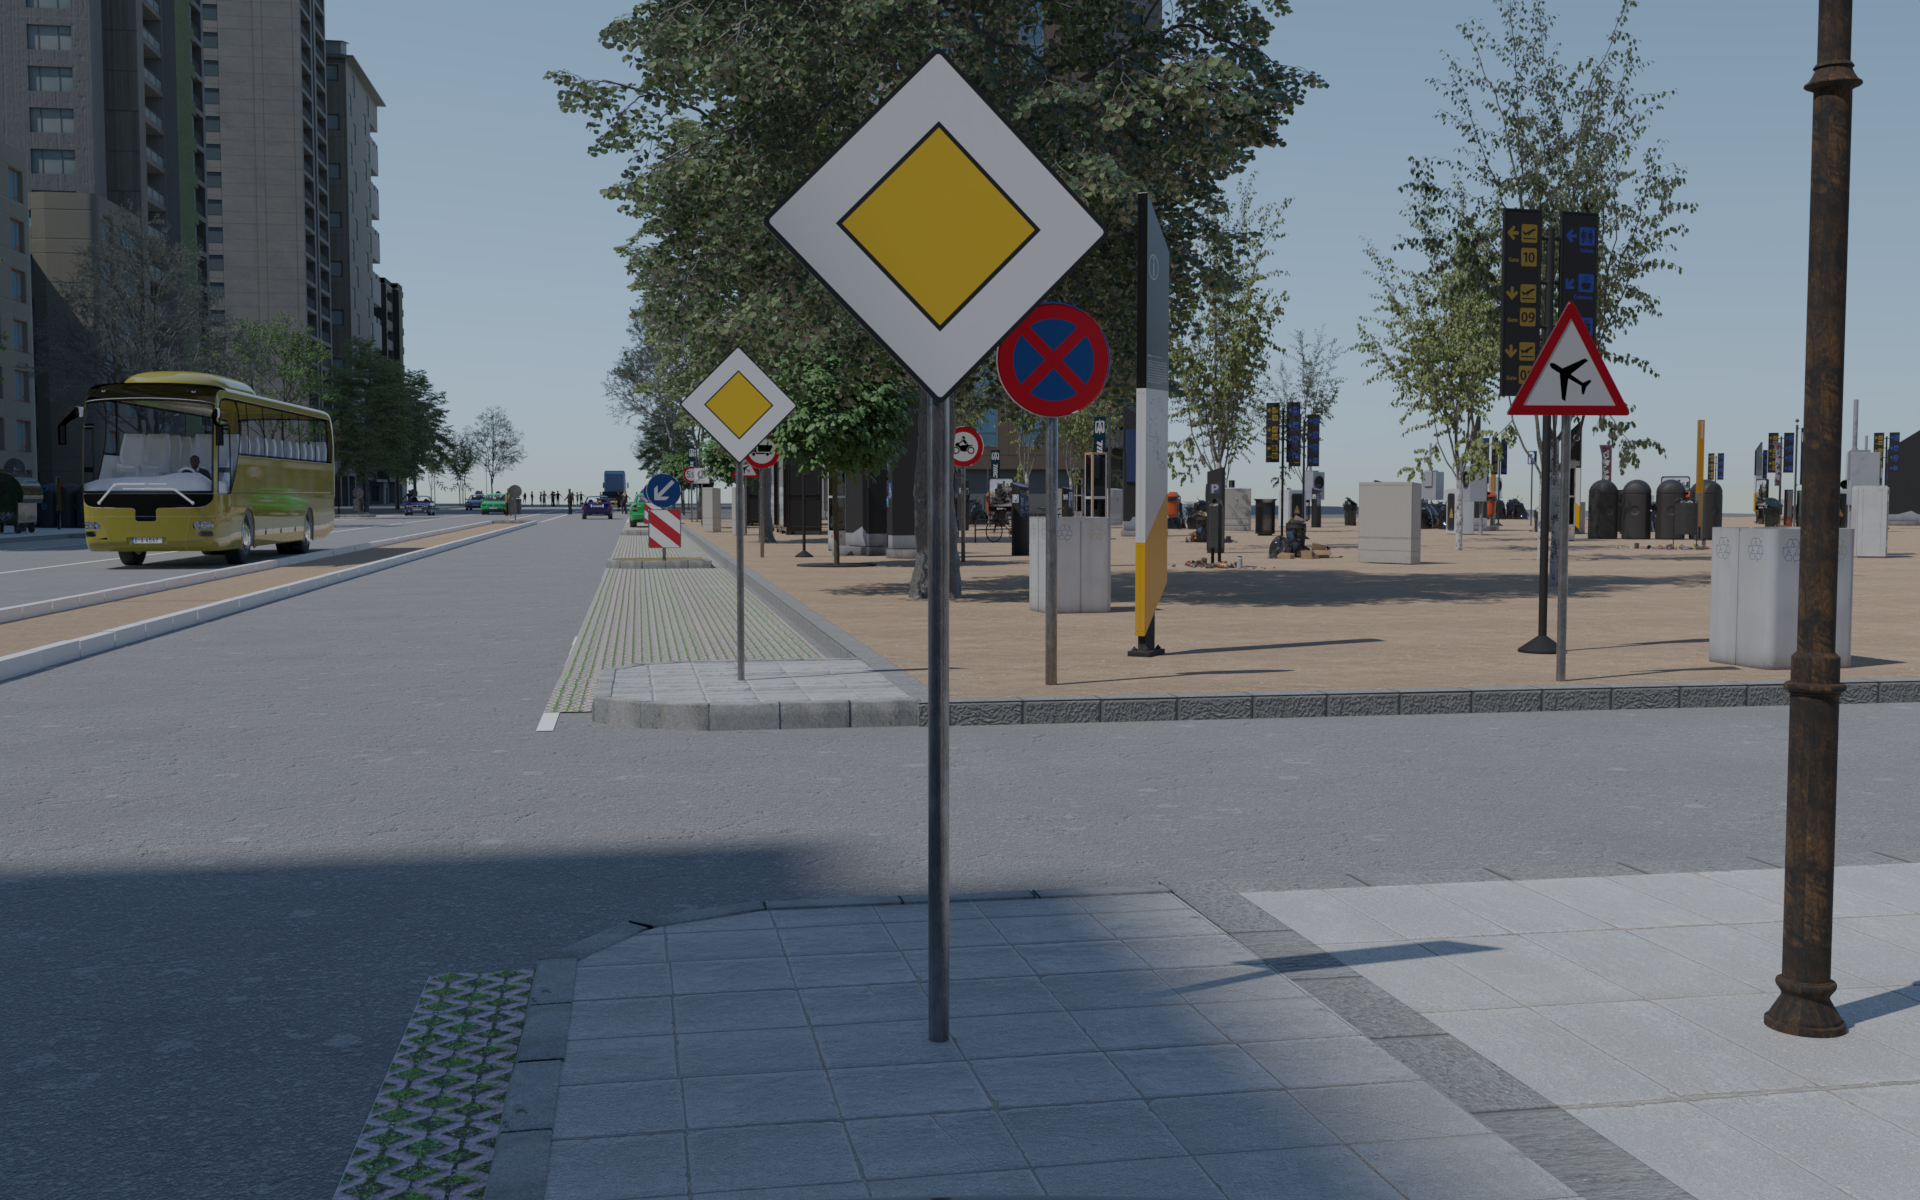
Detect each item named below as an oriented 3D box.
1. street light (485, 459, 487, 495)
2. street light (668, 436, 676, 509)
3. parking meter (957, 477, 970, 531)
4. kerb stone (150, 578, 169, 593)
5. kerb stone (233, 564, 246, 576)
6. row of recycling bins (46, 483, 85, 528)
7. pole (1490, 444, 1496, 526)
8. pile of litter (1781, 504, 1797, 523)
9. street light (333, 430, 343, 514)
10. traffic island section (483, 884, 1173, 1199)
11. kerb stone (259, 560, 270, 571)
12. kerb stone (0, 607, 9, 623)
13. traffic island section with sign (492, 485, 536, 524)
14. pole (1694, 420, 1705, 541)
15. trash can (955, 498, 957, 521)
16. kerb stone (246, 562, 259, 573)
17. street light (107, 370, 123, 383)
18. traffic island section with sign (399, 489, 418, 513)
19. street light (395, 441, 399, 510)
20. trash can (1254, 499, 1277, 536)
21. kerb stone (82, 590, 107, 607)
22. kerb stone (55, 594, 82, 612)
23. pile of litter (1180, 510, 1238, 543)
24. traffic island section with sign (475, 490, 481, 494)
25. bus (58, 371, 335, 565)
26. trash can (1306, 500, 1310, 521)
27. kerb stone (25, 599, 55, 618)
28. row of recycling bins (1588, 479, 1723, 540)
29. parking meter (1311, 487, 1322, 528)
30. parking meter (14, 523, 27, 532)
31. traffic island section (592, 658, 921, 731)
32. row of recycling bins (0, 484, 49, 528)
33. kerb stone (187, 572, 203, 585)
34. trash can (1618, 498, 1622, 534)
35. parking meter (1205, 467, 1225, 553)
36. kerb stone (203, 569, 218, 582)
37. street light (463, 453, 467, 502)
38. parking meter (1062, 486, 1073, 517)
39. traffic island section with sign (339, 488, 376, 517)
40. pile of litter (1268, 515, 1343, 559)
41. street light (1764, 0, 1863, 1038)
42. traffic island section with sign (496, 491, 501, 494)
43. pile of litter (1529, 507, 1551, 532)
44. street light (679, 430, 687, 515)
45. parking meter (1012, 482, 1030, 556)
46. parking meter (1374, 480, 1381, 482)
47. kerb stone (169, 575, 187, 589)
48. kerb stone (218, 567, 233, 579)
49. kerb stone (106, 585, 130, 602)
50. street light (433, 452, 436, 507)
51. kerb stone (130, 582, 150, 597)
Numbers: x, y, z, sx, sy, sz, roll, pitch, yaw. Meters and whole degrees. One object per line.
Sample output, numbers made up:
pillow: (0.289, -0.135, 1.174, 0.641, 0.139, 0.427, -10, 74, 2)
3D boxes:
street light: (-60.354, -15.165, 220.737, 0.468, 5.910, 1.993, -1, 4, -10)
street light: (-22.025, -9.825, 133.419, 0.468, 5.910, 1.993, -1, 4, -10)
parking meter: (0.120, -3.356, 60.575, 0.399, 1.863, 0.255, 2, 4, 35)
kerb stone: (-11.800, -0.185, 25.315, 0.120, 0.150, 1.000, -1, 4, -10)
kerb stone: (-12.735, -0.499, 30.354, 0.120, 0.150, 1.000, -1, 4, -10)
row of recycling bins: (-34.302, -3.783, 68.967, 1.069, 1.692, 3.534, 2, 4, 25)
pole: (21.629, -4.673, 70.250, 0.158, 3.312, 0.155, 0, 3, 0)
pile of litter: (37.535, -3.940, 78.391, 1.719, 0.858, 1.176, -3, 4, -36)
street light: (-40.288, -8.525, 112.177, 0.468, 5.910, 1.993, -1, 4, -10)
traffic island section: (-0.031, 1.113, 4.091, 2.009, 0.180, 2.903, -1, 4, -10)
kerb stone: (-13.105, -0.621, 32.370, 0.120, 0.150, 1.000, -1, 4, -10)
kerb stone: (-10.680, 0.178, 19.278, 0.120, 0.150, 1.000, -1, 4, -10)
traffic island section with sign: (-21.697, -4.657, 84.278, 2.006, 1.907, 1.989, -1, 4, -10)
pole: (20.335, -3.288, 47.608, 0.158, 3.312, 0.155, 0, 3, 0)
trash can: (-0.315, -3.440, 67.893, 0.748, 1.137, 0.748, 0, 3, 0)
kerb stone: (-12.920, -0.560, 31.359, 0.120, 0.150, 1.000, -1, 4, -10)
street light: (-31.333, -5.603, 64.399, 0.468, 5.910, 1.993, -1, 4, -10)
traffic island section with sign: (-42.134, -7.644, 133.609, 1.989, 1.847, 2.006, -1, 4, -10)
street light: (-45.407, -10.218, 139.859, 0.468, 5.910, 1.993, -1, 4, -10)
trash can: (9.403, -2.550, 53.348, 0.748, 1.137, 0.748, 0, 3, 0)
kerb stone: (-11.234, -0.004, 22.299, 0.120, 0.150, 1.000, -1, 4, -10)
kerb stone: (-11.048, 0.056, 21.294, 0.120, 0.150, 1.000, -1, 4, -10)
pile of litter: (6.500, -1.959, 45.991, 1.719, 0.858, 1.176, 3, 5, 42)
traffic island section with sign: (-52.158, -10.949, 187.637, 1.989, 1.847, 2.006, -1, 4, -10)
bus: (-16.318, -2.863, 38.365, 2.896, 3.916, 12.252, -1, 4, -10)
trash can: (16.129, -4.262, 81.330, 0.748, 1.137, 0.748, 0, 3, 0)
kerb stone: (-10.867, 0.119, 20.284, 0.120, 0.150, 1.000, -1, 4, -10)
row of recycling bins: (19.645, -2.561, 48.986, 3.534, 1.692, 1.069, 1, 4, 18)
parking meter: (13.631, -3.536, 66.227, 0.372, 1.533, 0.369, 0, 3, 0)
parking meter: (-32.058, -3.097, 59.040, 0.372, 1.533, 0.369, 0, 3, 0)
traffic island section: (-1.488, 0.632, 11.942, 2.009, 0.180, 2.903, -1, 4, -10)
row of recycling bins: (-39.101, -3.923, 71.254, 3.534, 1.692, 1.069, 2, 4, 33)
kerb stone: (-12.170, -0.314, 27.326, 0.120, 0.150, 1.000, -1, 4, -10)
trash can: (21.486, -2.696, 55.739, 0.748, 1.137, 0.748, 0, 3, 0)
parking meter: (5.536, -1.949, 37.582, 0.399, 1.863, 0.255, 1, 4, 20)
kerb stone: (-12.368, -0.376, 28.337, 0.120, 0.150, 1.000, -1, 4, -10)
street light: (-55.191, -13.474, 193.090, 0.468, 5.910, 1.993, -1, 4, -10)
parking meter: (3.512, -2.950, 56.652, 0.372, 1.533, 0.369, 0, 3, 0)
traffic island section with sign: (-37.203, -6.019, 107.039, 1.989, 1.847, 2.006, -1, 4, -10)
pile of litter: (6.915, -1.269, 34.711, 1.719, 0.858, 1.176, -1, 4, -11)
street light: (2.033, -1.908, 3.989, 0.468, 5.910, 1.993, -1, 4, -10)
traffic island section with sign: (-57.205, -12.608, 214.773, 1.989, 1.847, 2.006, -1, 4, -10)
pile of litter: (19.882, -2.732, 58.633, 1.176, 0.858, 1.719, 1, 4, 21)
street light: (-16.892, -8.137, 105.827, 0.468, 5.910, 1.993, -1, 4, -10)
parking meter: (1.264, -1.699, 36.183, 0.372, 1.533, 0.369, 0, 3, 0)
parking meter: (17.411, -4.051, 71.951, 0.399, 1.863, 0.255, -1, 4, -10)
kerb stone: (-11.982, -0.252, 26.322, 0.120, 0.150, 1.000, -1, 4, -10)
kerb stone: (-12.546, -0.437, 29.343, 0.120, 0.150, 1.000, -1, 4, -10)
kerb stone: (-11.418, -0.068, 23.304, 0.120, 0.150, 1.000, -1, 4, -10)
street light: (-50.207, -11.785, 165.471, 0.468, 5.910, 1.993, -1, 4, -10)
kerb stone: (-11.613, -0.129, 24.309, 0.120, 0.150, 1.000, -1, 4, -10)
